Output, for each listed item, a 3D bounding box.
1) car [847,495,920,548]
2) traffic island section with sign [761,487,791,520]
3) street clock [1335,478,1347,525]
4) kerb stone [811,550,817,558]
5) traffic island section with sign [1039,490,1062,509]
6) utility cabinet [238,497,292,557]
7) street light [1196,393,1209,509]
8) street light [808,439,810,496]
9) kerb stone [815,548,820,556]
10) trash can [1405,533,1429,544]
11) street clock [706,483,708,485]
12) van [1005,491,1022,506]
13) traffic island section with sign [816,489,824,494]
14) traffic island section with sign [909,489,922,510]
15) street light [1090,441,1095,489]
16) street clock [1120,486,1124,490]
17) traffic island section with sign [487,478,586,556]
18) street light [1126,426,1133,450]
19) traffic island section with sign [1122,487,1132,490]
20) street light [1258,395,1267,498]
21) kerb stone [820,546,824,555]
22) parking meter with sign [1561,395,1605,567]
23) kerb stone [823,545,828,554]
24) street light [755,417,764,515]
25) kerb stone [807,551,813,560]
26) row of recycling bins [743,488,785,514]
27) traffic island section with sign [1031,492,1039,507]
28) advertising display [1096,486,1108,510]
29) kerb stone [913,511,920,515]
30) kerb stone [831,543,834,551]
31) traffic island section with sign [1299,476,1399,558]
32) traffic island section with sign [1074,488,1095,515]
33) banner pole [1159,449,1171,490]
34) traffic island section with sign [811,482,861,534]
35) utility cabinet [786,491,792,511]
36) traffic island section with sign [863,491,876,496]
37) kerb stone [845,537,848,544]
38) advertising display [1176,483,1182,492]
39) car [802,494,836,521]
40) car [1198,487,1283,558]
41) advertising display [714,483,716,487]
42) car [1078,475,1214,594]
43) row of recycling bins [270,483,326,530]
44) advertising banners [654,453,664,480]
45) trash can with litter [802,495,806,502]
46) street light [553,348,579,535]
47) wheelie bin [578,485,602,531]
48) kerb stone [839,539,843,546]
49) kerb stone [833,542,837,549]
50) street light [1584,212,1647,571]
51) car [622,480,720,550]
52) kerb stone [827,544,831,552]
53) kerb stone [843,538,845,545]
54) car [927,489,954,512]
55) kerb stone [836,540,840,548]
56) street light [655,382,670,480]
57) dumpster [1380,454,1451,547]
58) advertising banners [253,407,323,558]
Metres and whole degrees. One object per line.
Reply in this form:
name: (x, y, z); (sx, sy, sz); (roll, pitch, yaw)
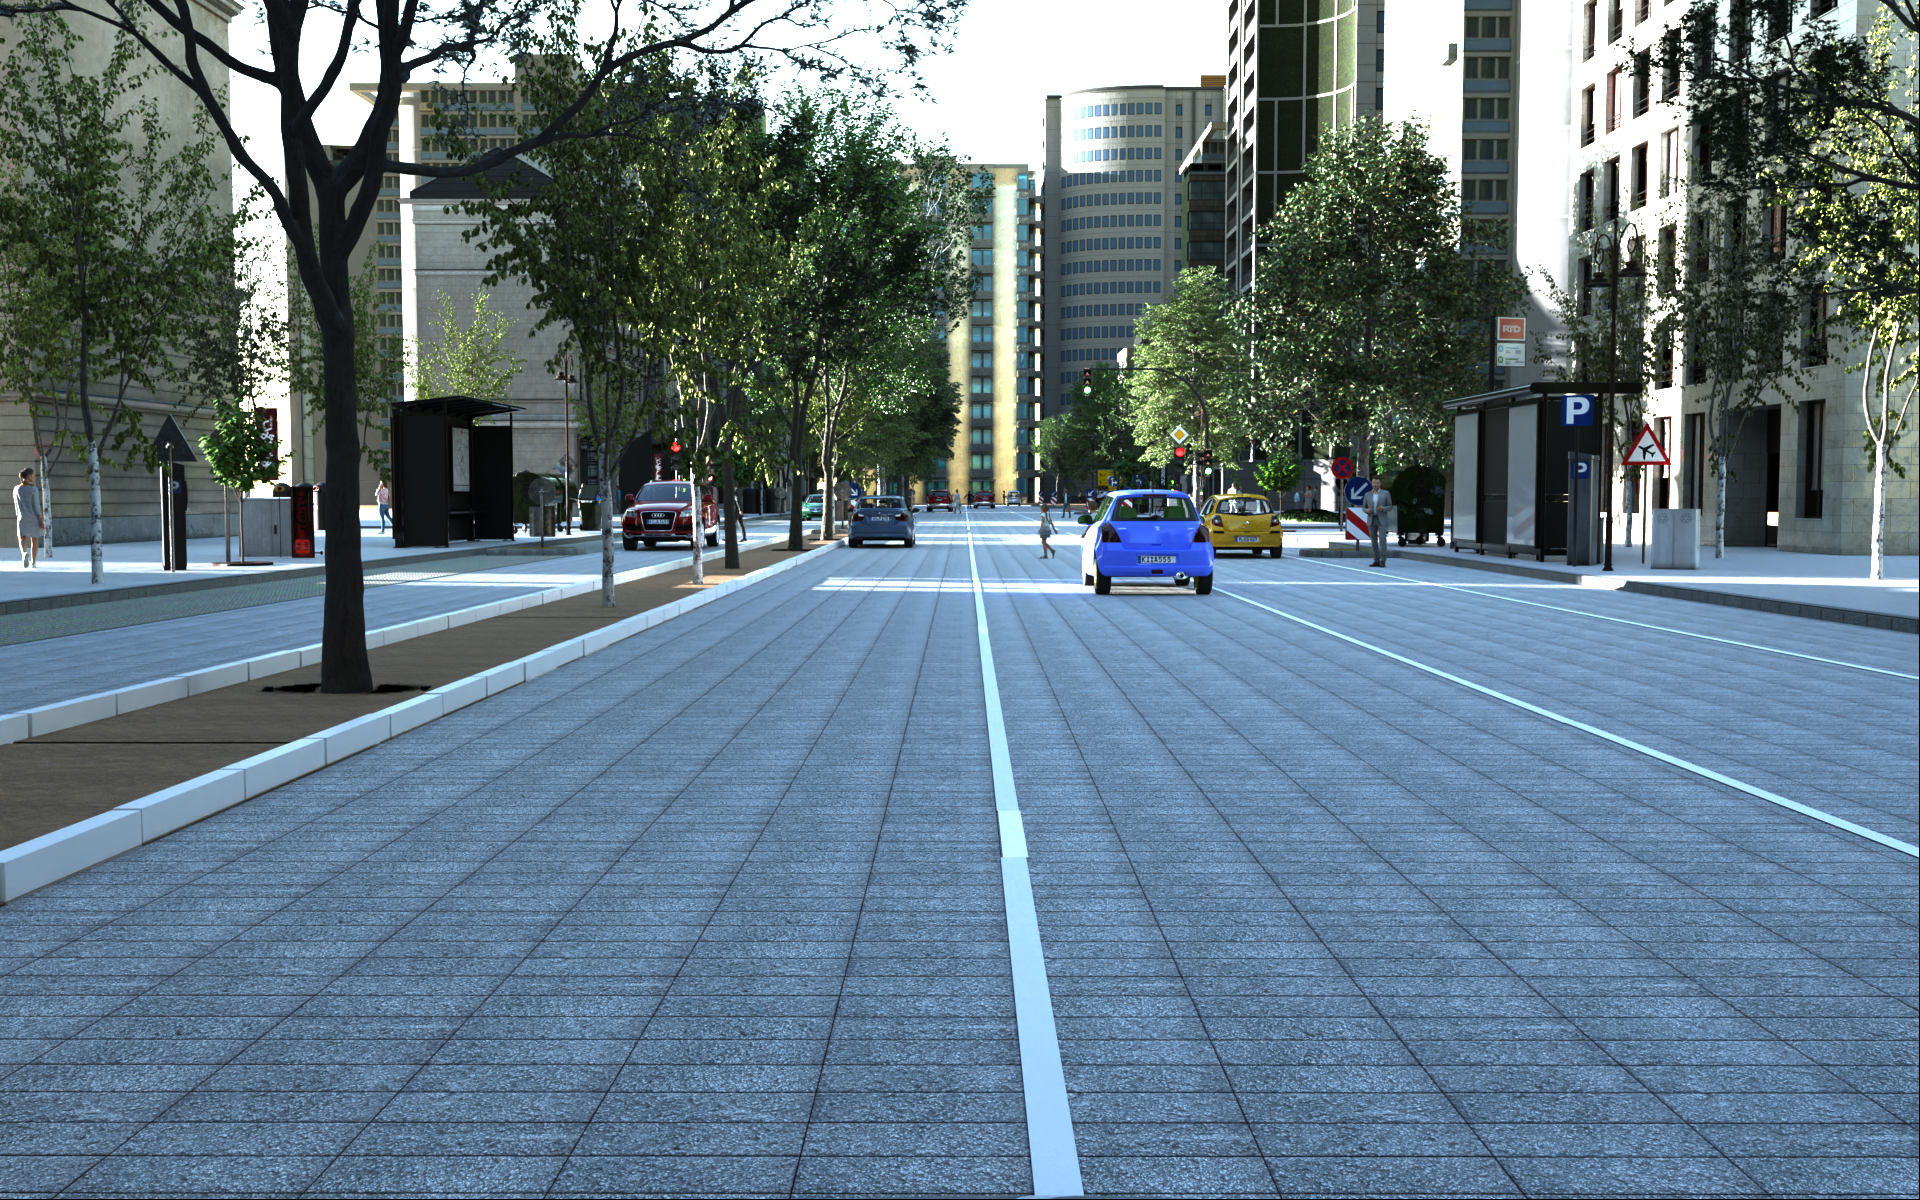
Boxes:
car: (-2.124, -2.179, 47.630); (2.014, 1.417, 4.499); (0, 4, 0)
traffic island section with sign: (-9.836, -5.298, 95.246); (1.989, 1.847, 2.006); (0, 4, 0)
street clock: (15.581, -4.052, 70.813); (0.471, 2.002, 0.358); (1, 4, 10)
kerb stone: (-3.325, -0.978, 38.309); (0.120, 0.150, 1.000); (0, 4, 0)
traffic island section with sign: (9.176, -10.016, 172.387); (1.989, 1.847, 2.006); (0, 4, 0)
utility cabinet: (-14.278, -1.495, 35.611); (1.020, 1.237, 0.306); (-1, 4, -21)
street light: (10.878, -6.435, 77.993); (0.468, 5.910, 1.993); (0, 4, 0)
street light: (-12.012, -10.085, 137.671); (0.468, 5.910, 1.993); (0, 4, 0)
kerb stone: (-3.332, -1.047, 39.331); (0.120, 0.150, 1.000); (0, 4, 0)
trash can: (11.798, -2.021, 44.703); (0.748, 1.137, 0.748); (0, 3, 0)
street clock: (-13.943, -5.555, 95.386); (0.358, 2.002, 0.471); (1, 4, 15)
van: (6.430, -12.275, 207.705); (2.013, 2.044, 4.112); (0, 4, 1)
traffic island section with sign: (-9.770, -6.952, 122.290); (1.989, 1.847, 2.006); (0, 4, 0)
traffic island section with sign: (-4.124, -8.397, 145.424); (2.006, 1.907, 1.989); (0, 4, 0)
street light: (11.087, -10.503, 144.506); (0.468, 5.910, 1.993); (0, 4, 0)
street clock: (11.749, -7.398, 125.531); (0.358, 2.002, 0.471); (1, 4, 15)
traffic island section with sign: (-9.960, -1.978, 40.969); (1.989, 1.847, 2.006); (0, 4, 0)
street light: (10.986, -8.483, 111.486); (0.468, 5.910, 1.993); (0, 4, 0)
traffic island section with sign: (8.992, -5.295, 95.193); (1.989, 1.847, 2.006); (0, 4, 0)
street light: (10.916, -5.443, 61.788); (0.468, 5.910, 1.993); (0, 4, 0)
kerb stone: (-3.322, -1.103, 40.360); (0.120, 0.150, 1.000); (0, 4, 0)
parking meter with sign: (11.281, -2.140, 31.258); (0.543, 3.016, 1.738); (2, 4, 30)
kerb stone: (-3.318, -1.168, 41.383); (0.120, 0.150, 1.000); (0, 4, 0)
street light: (-12.062, -8.042, 104.272); (0.468, 5.910, 1.993); (0, 4, 0)
kerb stone: (-3.330, -0.923, 37.281); (0.120, 0.150, 1.000); (0, 4, 0)
row of recycling bins: (-12.921, -6.577, 114.644); (1.069, 1.692, 3.534); (3, 4, 39)
traffic island section with sign: (9.230, -11.739, 200.566); (1.989, 1.847, 2.006); (0, 4, 0)
advertising display: (11.300, -8.117, 137.920); (0.974, 1.923, 0.123); (0, 4, 2)
kerb stone: (-3.131, -6.284, 124.943); (0.120, 0.150, 1.000); (0, 4, 0)
kerb stone: (-3.313, -1.297, 43.429); (0.120, 0.150, 1.000); (0, 4, 0)
traffic island section with sign: (8.869, -1.902, 39.730); (1.989, 1.847, 2.006); (0, 4, 0)
traffic island section with sign: (9.060, -6.943, 122.148); (1.989, 1.847, 2.006); (0, 4, 0)
banner pole: (11.223, -6.388, 94.466); (0.863, 3.779, 0.401); (2, 4, 25)
traffic island section with sign: (-4.314, -3.348, 62.879); (2.006, 1.907, 1.989); (0, 4, 0)
utility cabinet: (-12.813, -7.402, 129.704); (0.318, 1.500, 1.173); (0, 4, 1)
traffic island section with sign: (-9.651, -10.017, 172.402); (1.989, 1.847, 2.006); (0, 4, 0)
kerb stone: (-3.306, -1.611, 48.546); (0.120, 0.150, 1.000); (0, 4, 0)
advertising display: (13.313, -6.132, 105.467); (0.123, 1.923, 0.974); (-1, 4, -9)
car: (-7.452, -4.934, 92.475); (2.131, 1.459, 4.920); (0, 4, 1)
car: (6.346, -1.827, 40.093); (2.015, 1.641, 3.980); (0, 4, 1)
advertising display: (-14.476, -5.942, 102.365); (0.123, 1.923, 0.974); (-1, 4, -9)
car: (2.763, -1.007, 26.058); (1.945, 1.707, 3.694); (0, 4, 0)
row of recycling bins: (-23.195, -3.362, 62.082); (3.534, 1.692, 1.069); (1, 4, 21)
advertising banners: (-13.625, -4.803, 74.711); (2.074, 3.025, 0.090); (2, 4, 24)
trash can with litter: (-13.076, -8.013, 142.399); (0.624, 1.170, 1.055); (3, 4, 37)
street light: (-12.288, -4.978, 54.180); (0.468, 5.910, 1.993); (0, 4, 0)
wheelie bin: (-12.987, -3.238, 60.846); (0.980, 1.594, 0.693); (1, 4, 15)
kerb stone: (-3.307, -1.485, 46.502); (0.120, 0.150, 1.000); (0, 4, 0)
kerb stone: (-3.315, -1.360, 44.454); (0.120, 0.150, 1.000); (0, 4, 0)
street light: (10.830, -3.424, 28.768); (0.468, 5.910, 1.993); (0, 4, 0)
car: (-7.588, -2.272, 45.819); (2.281, 1.827, 5.304); (0, 4, -1)
kerb stone: (-3.320, -1.236, 42.407); (0.120, 0.150, 1.000); (0, 4, 0)
kerb stone: (-3.310, -1.549, 47.524); (0.120, 0.150, 1.000); (0, 4, 0)
car: (-1.615, -8.087, 140.895); (2.281, 1.827, 5.304); (0, 4, 2)
kerb stone: (-3.305, -1.420, 45.479); (0.120, 0.150, 1.000); (0, 4, 0)
street light: (-12.164, -5.992, 70.757); (0.468, 5.910, 1.993); (0, 4, 0)
dumpster: (11.152, -2.464, 42.785); (1.502, 2.255, 1.985); (0, 4, 0)
advertising banners: (-13.210, -2.363, 34.819); (2.074, 3.025, 0.090); (1, 4, 9)
